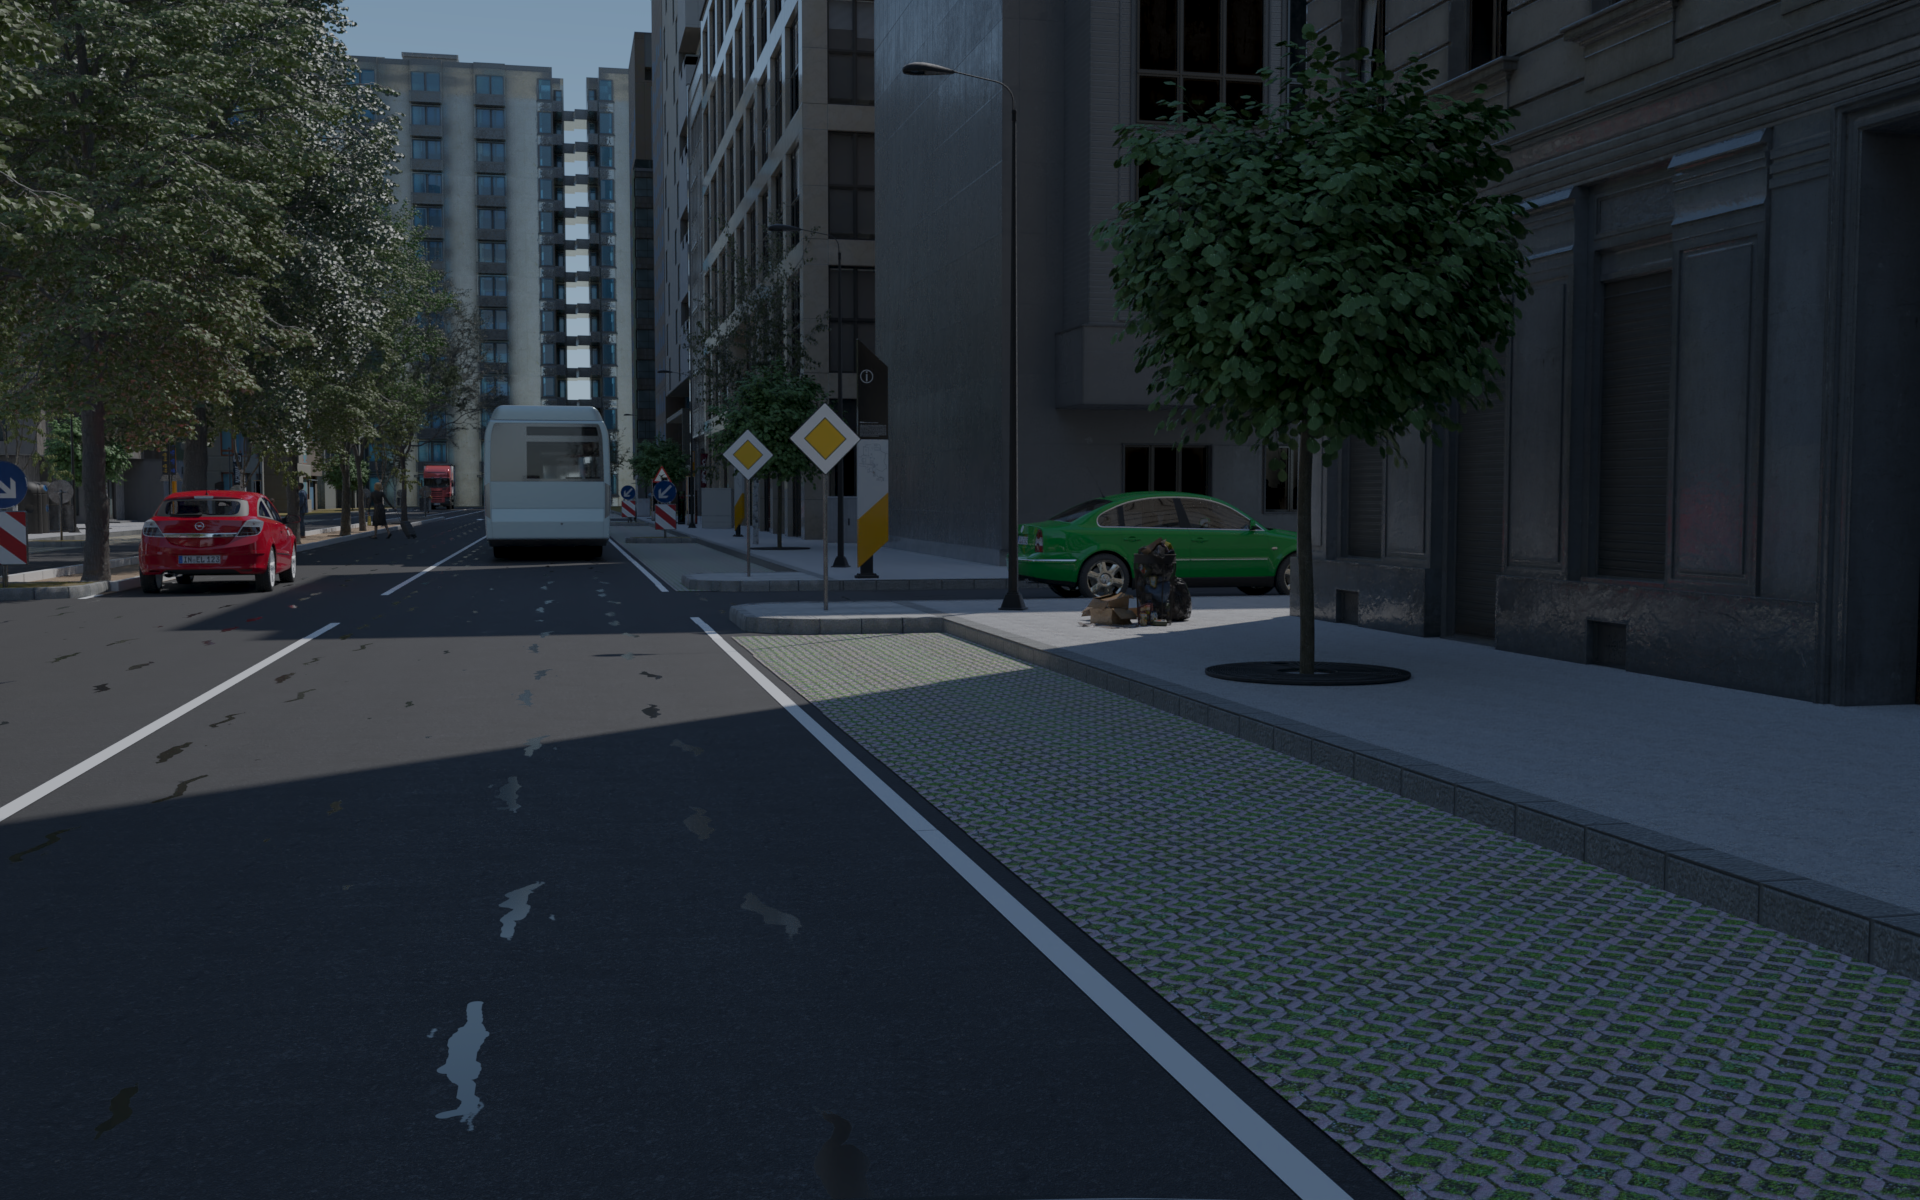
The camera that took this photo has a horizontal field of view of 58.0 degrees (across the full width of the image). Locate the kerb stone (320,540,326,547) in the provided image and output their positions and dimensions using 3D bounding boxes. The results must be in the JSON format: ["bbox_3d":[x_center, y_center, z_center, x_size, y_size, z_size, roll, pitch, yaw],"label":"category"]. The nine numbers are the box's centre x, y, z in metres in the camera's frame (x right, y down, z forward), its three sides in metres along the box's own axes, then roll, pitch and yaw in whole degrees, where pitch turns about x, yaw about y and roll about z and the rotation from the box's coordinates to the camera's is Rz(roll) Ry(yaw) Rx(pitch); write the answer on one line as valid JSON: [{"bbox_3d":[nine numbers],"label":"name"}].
[{"bbox_3d":[-17.353,-1.495,46.833,0.120,0.150,1.000,-1,4,-13],"label":"kerb stone"}]

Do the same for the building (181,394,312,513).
[{"bbox_3d":[-56.934,-16.020,106.965,27.650,21.520,28.899,-1,4,-13],"label":"building"}]

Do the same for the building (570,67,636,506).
[{"bbox_3d":[-28.003,-35.303,196.808,30.456,49.044,23.786,-1,4,-13],"label":"building"}]

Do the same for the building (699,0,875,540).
[{"bbox_3d":[1.181,-16.018,66.409,19.350,26.468,34.151,-1,4,-13],"label":"building"}]

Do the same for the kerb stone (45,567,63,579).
[{"bbox_3d":[-15.470,-0.439,29.374,0.120,0.150,1.000,-1,4,-13],"label":"kerb stone"}]

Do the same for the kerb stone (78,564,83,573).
[{"bbox_3d":[-15.935,-0.560,31.365,0.120,0.150,1.000,-1,4,-13],"label":"kerb stone"}]

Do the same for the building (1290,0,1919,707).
[{"bbox_3d":[10.053,-9.840,10.040,9.793,20.994,18.267,-1,4,-13],"label":"building"}]

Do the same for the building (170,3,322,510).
[{"bbox_3d":[-56.028,-29.261,128.522,14.600,45.320,14.200,-1,4,-13],"label":"building"}]

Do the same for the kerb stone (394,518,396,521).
[{"bbox_3d":[-29.330,-4.106,89.323,0.120,0.150,1.000,-1,4,-13],"label":"kerb stone"}]

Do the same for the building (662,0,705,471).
[{"bbox_3d":[-6.307,-32.494,120.512,28.713,52.752,27.495,-1,4,-13],"label":"building"}]

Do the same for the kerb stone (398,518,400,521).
[{"bbox_3d":[-29.777,-4.219,91.324,0.120,0.150,1.000,-1,4,-13],"label":"kerb stone"}]

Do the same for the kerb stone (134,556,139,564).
[{"bbox_3d":[-16.853,-0.804,35.361,0.120,0.150,1.000,-1,4,-13],"label":"kerb stone"}]

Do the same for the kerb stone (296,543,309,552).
[{"bbox_3d":[-16.660,-1.320,43.823,0.120,0.150,1.000,-1,4,-13],"label":"kerb stone"}]

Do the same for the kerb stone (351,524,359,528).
[{"bbox_3d":[-25.641,-3.129,73.347,0.120,0.150,1.000,-1,4,-13],"label":"kerb stone"}]

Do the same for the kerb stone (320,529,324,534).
[{"bbox_3d":[-23.100,-2.456,62.347,0.120,0.150,1.000,-1,4,-13],"label":"kerb stone"}]

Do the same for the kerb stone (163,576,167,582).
[{"bbox_3d":[-12.966,-0.346,27.846,0.120,0.150,1.000,-1,4,-13],"label":"kerb stone"}]

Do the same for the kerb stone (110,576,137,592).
[{"bbox_3d":[-12.503,-0.223,25.852,0.120,0.150,1.000,-1,4,-13],"label":"kerb stone"}]

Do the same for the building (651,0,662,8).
[{"bbox_3d":[-17.308,-29.936,139.561,14.600,45.320,14.200,-1,4,-13],"label":"building"}]

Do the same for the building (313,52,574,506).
[{"bbox_3d":[-57.937,-34.953,191.086,30.456,49.044,23.786,-1,4,-13],"label":"building"}]

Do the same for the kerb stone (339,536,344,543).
[{"bbox_3d":[-18.283,-1.752,50.835,0.120,0.150,1.000,-1,4,-13],"label":"kerb stone"}]

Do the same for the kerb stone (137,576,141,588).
[{"bbox_3d":[-12.735,-0.285,26.847,0.120,0.150,1.000,-1,4,-13],"label":"kerb stone"}]

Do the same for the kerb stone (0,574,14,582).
[{"bbox_3d":[-15.022,-0.314,27.378,0.120,0.150,1.000,-1,4,-13],"label":"kerb stone"}]

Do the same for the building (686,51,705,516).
[{"bbox_3d":[-7.644,-16.768,92.172,12.078,24.808,19.932,-1,4,-13],"label":"building"}]

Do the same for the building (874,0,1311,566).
[{"bbox_3d":[14.025,-13.422,38.522,30.058,24.678,14.314,-1,4,-13],"label":"building"}]

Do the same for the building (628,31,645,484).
[{"bbox_3d":[-24.513,-31.633,167.318,14.600,45.320,14.200,-1,4,-13],"label":"building"}]

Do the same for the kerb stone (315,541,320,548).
[{"bbox_3d":[-17.122,-1.445,45.828,0.120,0.150,1.000,-1,4,-13],"label":"kerb stone"}]

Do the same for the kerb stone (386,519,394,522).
[{"bbox_3d":[-29.101,-4.045,88.325,0.120,0.150,1.000,-1,4,-13],"label":"kerb stone"}]

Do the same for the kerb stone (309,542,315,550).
[{"bbox_3d":[-16.891,-1.382,44.832,0.120,0.150,1.000,-1,4,-13],"label":"kerb stone"}]

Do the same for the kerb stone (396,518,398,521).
[{"bbox_3d":[-29.568,-4.167,90.323,0.120,0.150,1.000,-1,4,-13],"label":"kerb stone"}]

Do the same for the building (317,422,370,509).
[{"bbox_3d":[-69.990,-51.316,151.683,31.000,86.520,22.319,-1,4,-13],"label":"building"}]

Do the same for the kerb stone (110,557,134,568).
[{"bbox_3d":[-16.628,-0.744,34.360,0.120,0.150,1.000,-1,4,-13],"label":"kerb stone"}]

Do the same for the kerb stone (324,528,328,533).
[{"bbox_3d":[-23.335,-2.517,63.349,0.120,0.150,1.000,-1,4,-13],"label":"kerb stone"}]

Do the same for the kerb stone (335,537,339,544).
[{"bbox_3d":[-18.059,-1.691,49.838,0.120,0.150,1.000,-1,4,-13],"label":"kerb stone"}]

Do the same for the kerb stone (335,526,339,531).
[{"bbox_3d":[-24.019,-2.701,66.351,0.120,0.150,1.000,-1,4,-13],"label":"kerb stone"}]

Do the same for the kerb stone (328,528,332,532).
[{"bbox_3d":[-23.569,-2.578,64.352,0.120,0.150,1.000,-1,4,-13],"label":"kerb stone"}]

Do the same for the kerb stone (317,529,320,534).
[{"bbox_3d":[-22.876,-2.395,61.346,0.120,0.150,1.000,-1,4,-13],"label":"kerb stone"}]

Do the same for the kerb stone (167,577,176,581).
[{"bbox_3d":[-13.201,-0.406,28.840,0.120,0.150,1.000,-1,4,-13],"label":"kerb stone"}]

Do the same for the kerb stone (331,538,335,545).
[{"bbox_3d":[-17.819,-1.626,48.838,0.120,0.150,1.000,-1,4,-13],"label":"kerb stone"}]

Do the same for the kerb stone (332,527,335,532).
[{"bbox_3d":[-23.792,-2.640,65.353,0.120,0.150,1.000,-1,4,-13],"label":"kerb stone"}]

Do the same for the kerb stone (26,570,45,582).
[{"bbox_3d":[-15.243,-0.378,28.376,0.120,0.150,1.000,-1,4,-13],"label":"kerb stone"}]

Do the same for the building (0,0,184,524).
[{"bbox_3d":[-42.954,-18.558,75.130,14.160,30.474,14.107,-1,4,-13],"label":"building"}]

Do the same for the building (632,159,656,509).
[{"bbox_3d":[-21.865,-23.349,153.463,14.160,30.474,14.107,-1,4,-13],"label":"building"}]

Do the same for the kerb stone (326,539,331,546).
[{"bbox_3d":[-17.583,-1.568,47.837,0.120,0.150,1.000,-1,4,-13],"label":"kerb stone"}]

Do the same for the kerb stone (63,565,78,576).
[{"bbox_3d":[-15.710,-0.500,30.368,0.120,0.150,1.000,-1,4,-13],"label":"kerb stone"}]

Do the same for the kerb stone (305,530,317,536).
[{"bbox_3d":[-22.636,-2.326,60.349,0.120,0.150,1.000,-1,4,-13],"label":"kerb stone"}]
